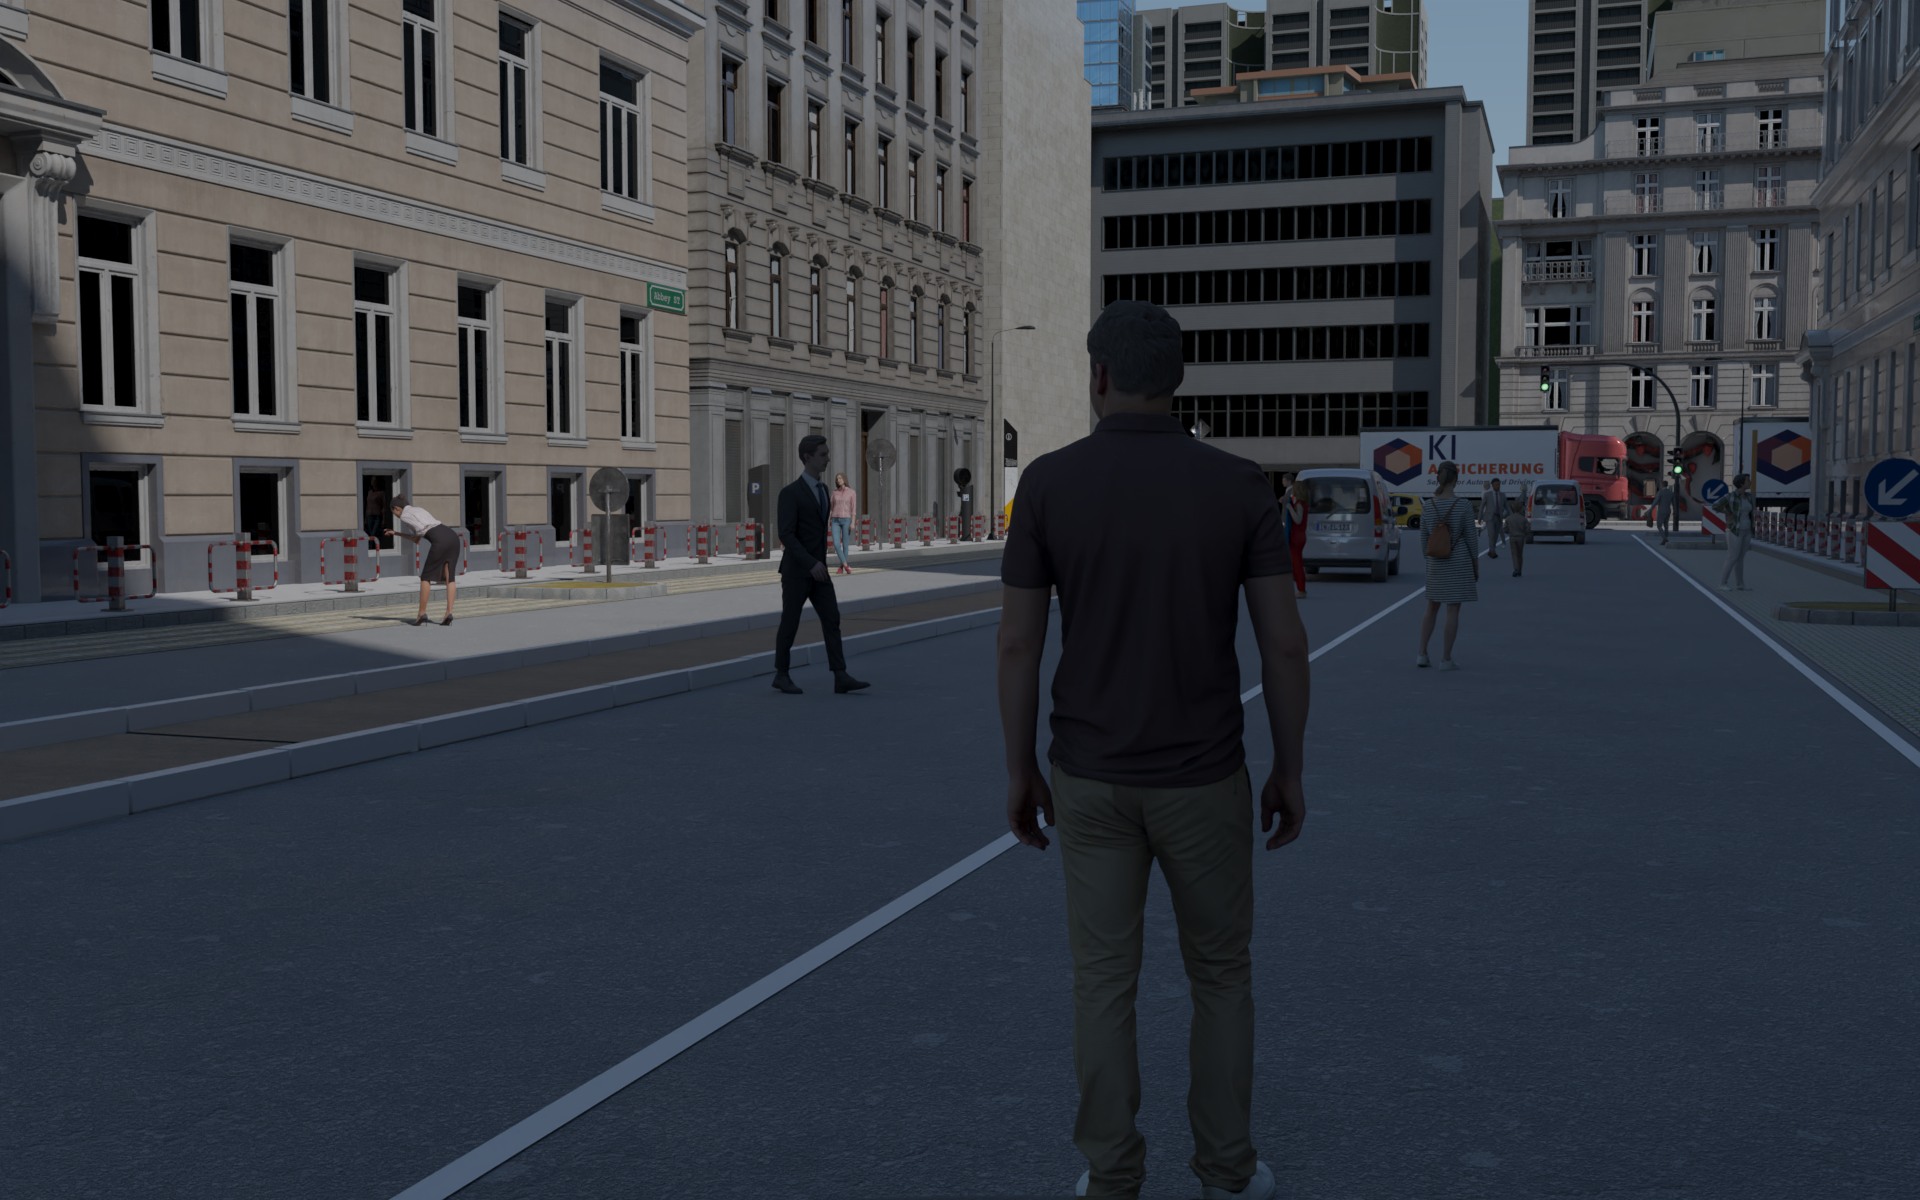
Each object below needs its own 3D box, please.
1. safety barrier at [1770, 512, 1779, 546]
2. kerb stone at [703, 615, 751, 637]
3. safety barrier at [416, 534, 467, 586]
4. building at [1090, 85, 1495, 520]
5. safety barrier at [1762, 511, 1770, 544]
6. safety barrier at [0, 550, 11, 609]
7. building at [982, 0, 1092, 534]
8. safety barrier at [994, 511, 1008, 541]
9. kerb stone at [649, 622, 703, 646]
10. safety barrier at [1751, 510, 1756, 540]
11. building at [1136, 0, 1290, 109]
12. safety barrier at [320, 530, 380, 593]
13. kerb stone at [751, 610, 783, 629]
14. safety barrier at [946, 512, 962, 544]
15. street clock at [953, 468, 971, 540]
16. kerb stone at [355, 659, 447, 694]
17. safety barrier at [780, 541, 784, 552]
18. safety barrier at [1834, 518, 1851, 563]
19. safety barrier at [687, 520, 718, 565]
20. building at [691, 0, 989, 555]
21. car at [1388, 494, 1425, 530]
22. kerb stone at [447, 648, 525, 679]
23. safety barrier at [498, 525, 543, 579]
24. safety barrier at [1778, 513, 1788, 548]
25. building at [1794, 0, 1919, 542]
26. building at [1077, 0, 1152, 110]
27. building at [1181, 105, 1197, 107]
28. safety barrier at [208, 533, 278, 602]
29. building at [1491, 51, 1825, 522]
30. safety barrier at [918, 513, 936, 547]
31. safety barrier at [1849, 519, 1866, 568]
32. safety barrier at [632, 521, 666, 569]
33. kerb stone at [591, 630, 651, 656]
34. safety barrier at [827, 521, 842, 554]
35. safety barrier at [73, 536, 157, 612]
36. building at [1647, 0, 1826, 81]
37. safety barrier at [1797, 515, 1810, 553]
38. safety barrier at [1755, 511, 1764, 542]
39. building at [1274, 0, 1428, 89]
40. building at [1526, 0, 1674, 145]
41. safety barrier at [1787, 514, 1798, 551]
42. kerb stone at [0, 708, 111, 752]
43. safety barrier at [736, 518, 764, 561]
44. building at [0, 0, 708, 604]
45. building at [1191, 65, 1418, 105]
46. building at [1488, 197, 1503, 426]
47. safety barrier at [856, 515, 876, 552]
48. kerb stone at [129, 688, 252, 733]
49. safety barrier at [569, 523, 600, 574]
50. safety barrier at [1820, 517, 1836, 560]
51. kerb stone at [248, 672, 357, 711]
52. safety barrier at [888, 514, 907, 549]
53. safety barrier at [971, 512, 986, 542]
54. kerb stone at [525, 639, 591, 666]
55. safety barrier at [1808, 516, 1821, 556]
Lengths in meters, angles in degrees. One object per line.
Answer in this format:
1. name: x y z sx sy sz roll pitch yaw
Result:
1. safety barrier: 20.357 -1.751 42.897 0.300 0.817 1.120 1 4 20
2. kerb stone: -2.439 0.278 17.669 0.120 0.150 1.000 1 4 20
3. safety barrier: -7.274 -0.614 24.319 0.300 0.817 1.120 1 4 20
4. building: 12.843 -16.814 93.975 30.058 24.678 14.314 1 4 20
5. safety barrier: 21.006 -1.861 44.701 0.300 0.817 1.120 1 4 20
6. safety barrier: -9.859 -0.173 17.099 0.300 0.817 1.120 1 4 20
7. building: -4.808 -12.704 62.454 16.860 20.320 10.420 1 4 20
8. safety barrier: 1.136 -2.050 47.796 0.300 0.817 1.120 1 4 20
9. kerb stone: -2.791 0.339 16.702 0.120 0.150 1.000 1 4 20
10. safety barrier: 22.305 -2.082 48.319 0.300 0.817 1.120 1 4 20
11. building: 36.180 -50.066 256.830 20.611 71.187 20.563 1 4 20
12. safety barrier: -7.919 -0.504 22.513 0.300 0.817 1.120 1 4 20
13. kerb stone: -2.094 0.218 18.637 0.120 0.150 1.000 1 4 20
14. safety barrier: -0.161 -1.830 44.187 0.300 0.817 1.120 1 4 20
15. street clock: 0.065 -2.657 48.005 0.471 2.002 0.358 -3 5 -39
16. kerb stone: -4.174 0.573 12.822 0.120 0.150 1.000 1 4 20
17. safety barrier: -3.391 -1.277 35.150 0.300 0.817 1.120 1 4 20
18. safety barrier: 16.477 -1.087 32.050 0.300 0.817 1.120 1 4 20
19. safety barrier: -4.683 -1.056 31.540 0.300 0.817 1.120 1 4 20
20. building: -6.604 -12.010 45.508 9.793 20.994 18.267 1 4 20
21. car: 17.149 -3.669 70.215 3.980 1.641 2.015 1 4 20
22. kerb stone: -3.827 0.515 13.790 0.120 0.150 1.000 1 4 20
23. safety barrier: -6.624 -0.725 26.122 0.300 0.817 1.120 1 4 20
24. safety barrier: 19.714 -1.640 41.091 0.300 0.817 1.120 1 4 20
25. building: 30.428 -15.832 44.765 13.634 28.700 20.117 1 4 20
26. building: 11.306 -55.400 218.461 31.000 86.520 22.319 1 4 20
27. building: 41.253 -35.997 208.161 30.456 49.044 23.786 1 4 20
28. safety barrier: -8.564 -0.393 20.708 0.300 0.817 1.120 1 4 20
29. building: 38.730 -14.840 84.431 24.055 21.916 13.314 1 4 20
30. safety barrier: -0.807 -1.719 42.382 0.300 0.817 1.120 1 4 20
31. safety barrier: 15.831 -0.976 30.241 0.300 0.817 1.120 1 4 20
32. safety barrier: -5.330 -0.945 29.732 0.300 0.817 1.120 1 4 20
33. kerb stone: -3.137 0.403 15.737 0.120 0.150 1.000 1 4 20
34. safety barrier: -2.744 -1.387 36.955 0.300 0.817 1.120 1 4 20
35. safety barrier: -9.210 -0.283 18.903 0.300 0.817 1.120 1 4 20
36. building: 76.748 -33.099 164.863 21.300 48.544 21.600 1 4 20
37. safety barrier: 18.417 -1.419 37.474 0.300 0.817 1.120 1 4 20
38. safety barrier: 21.651 -1.971 46.507 0.300 0.817 1.120 1 4 20
39. building: 55.444 -49.618 249.505 20.611 71.187 20.563 1 4 20
40. building: 88.844 -48.966 238.849 20.611 71.187 20.563 1 4 20
41. safety barrier: 19.067 -1.530 39.283 0.300 0.817 1.120 1 4 20
42. kerb stone: -5.216 0.751 9.918 0.120 0.150 1.000 1 4 20
43. safety barrier: -4.040 -1.166 33.346 0.300 0.817 1.120 1 4 20
44. building: -14.565 -14.793 27.770 13.634 28.700 20.117 1 4 20
45. building: 36.190 -32.166 180.538 22.147 44.769 28.867 1 4 20
46. building: 70.836 -34.151 241.955 14.086 41.232 14.154 1 4 20
47. safety barrier: -2.105 -1.498 38.762 0.300 0.817 1.120 1 4 20
48. kerb stone: -4.875 0.697 10.885 0.120 0.150 1.000 1 4 20
49. safety barrier: -5.979 -0.835 27.927 0.300 0.817 1.120 1 4 20
50. safety barrier: 17.124 -1.198 33.864 0.300 0.817 1.120 1 4 20
51. kerb stone: -4.526 0.633 11.851 0.120 0.150 1.000 1 4 20
52. safety barrier: -1.453 -1.608 40.569 0.300 0.817 1.120 1 4 20
53. safety barrier: 0.485 -1.940 45.992 0.300 0.817 1.120 1 4 20
54. kerb stone: -3.489 0.459 14.757 0.120 0.150 1.000 1 4 20
55. safety barrier: 17.773 -1.308 35.668 0.300 0.817 1.120 1 4 20
